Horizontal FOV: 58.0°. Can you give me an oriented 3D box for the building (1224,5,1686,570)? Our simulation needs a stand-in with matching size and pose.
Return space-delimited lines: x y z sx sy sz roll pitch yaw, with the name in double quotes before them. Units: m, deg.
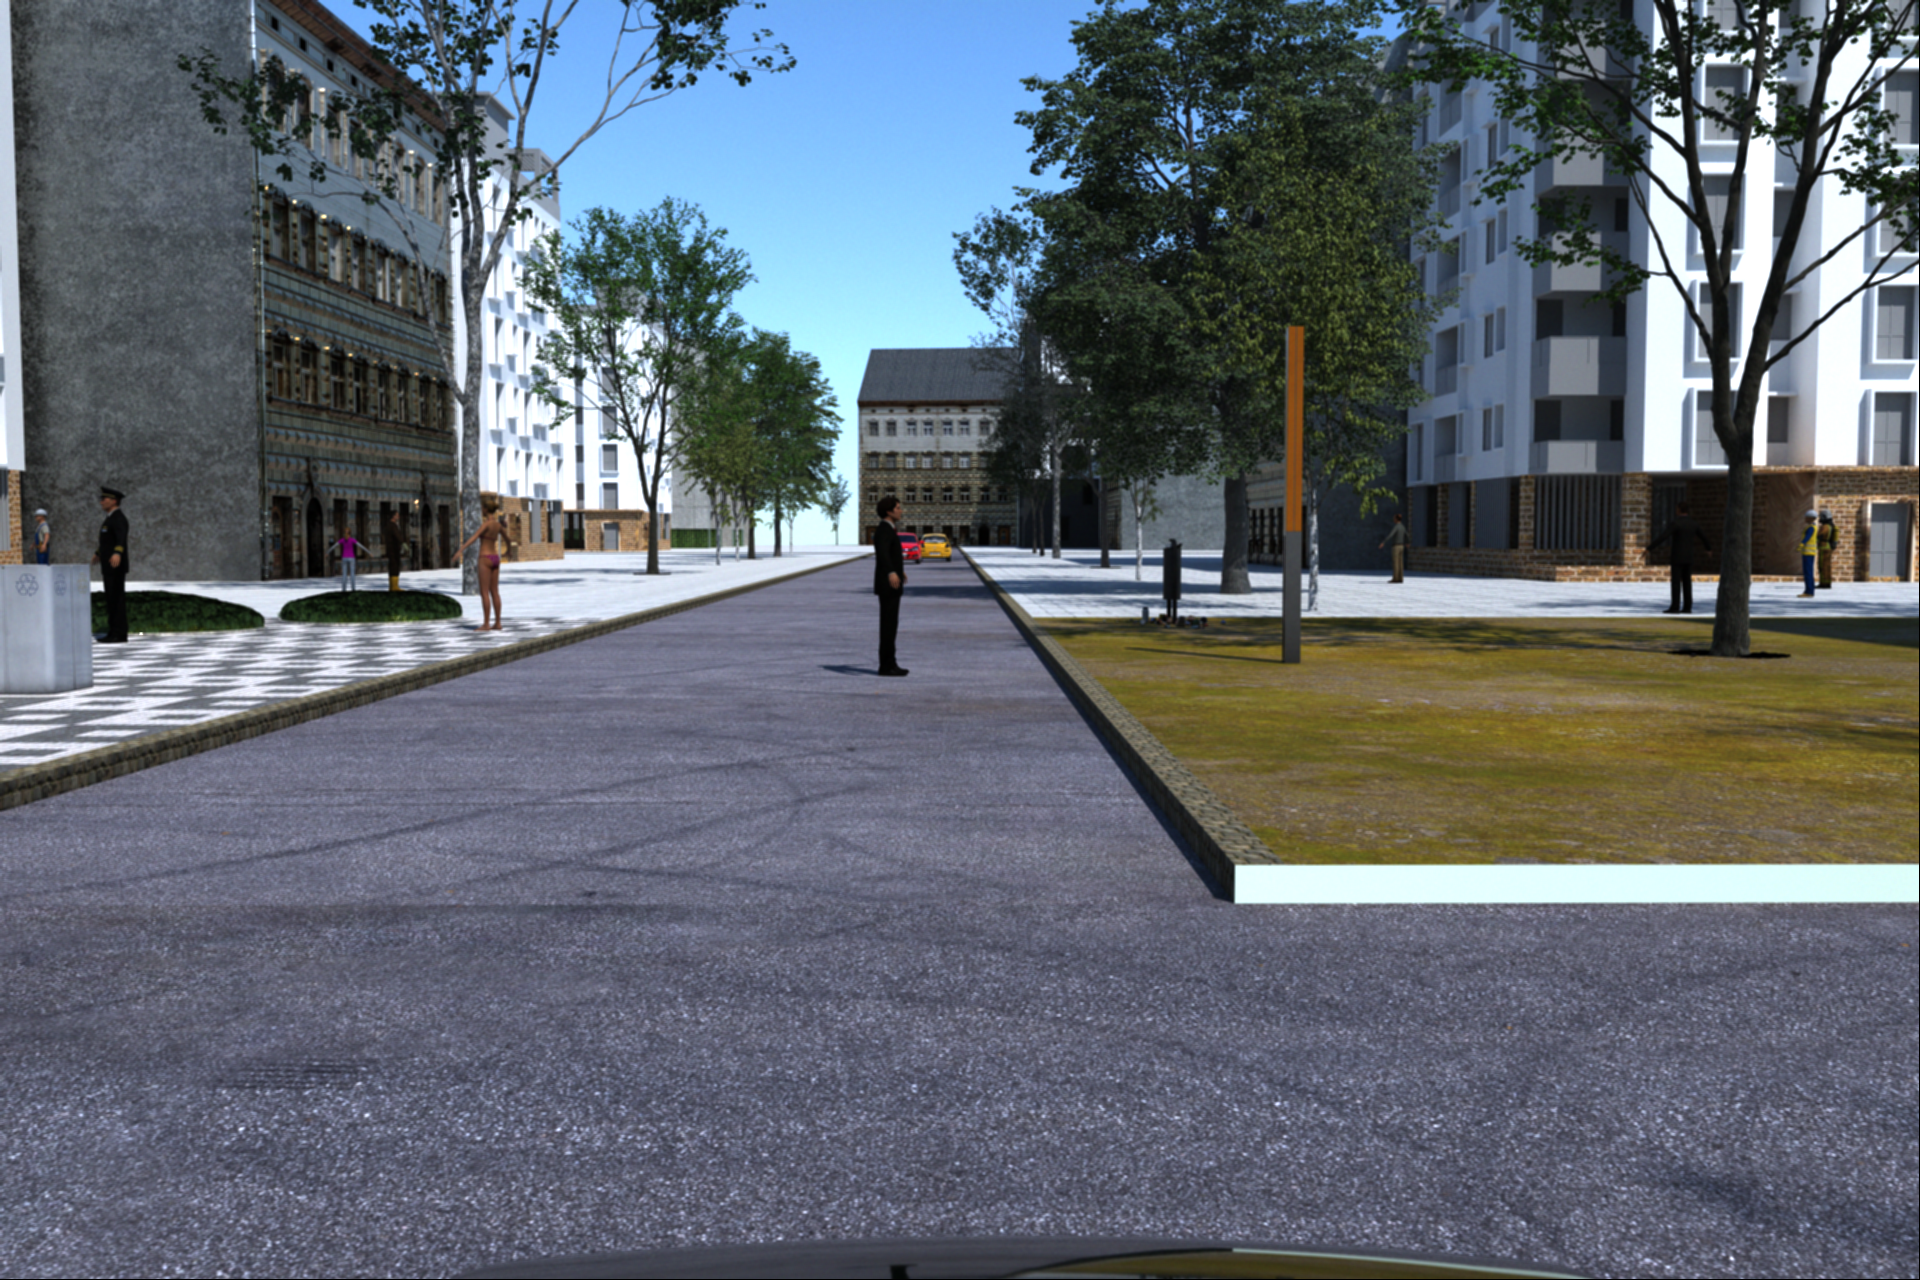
"building" 21.749 -14.650 70.458 19.493 23.208 18.063 0 3 0

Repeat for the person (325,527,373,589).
"person" -13.021 -1.691 36.910 0.991 1.433 0.599 -1 4 -9

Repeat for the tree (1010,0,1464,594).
"tree" 5.801 -7.952 36.678 9.857 13.997 8.962 0 3 0

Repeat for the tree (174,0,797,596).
"tree" -9.893 -11.080 37.053 12.611 20.169 13.585 0 3 0

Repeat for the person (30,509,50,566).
"person" -20.698 -2.028 39.009 0.705 1.847 1.347 -3 4 -38

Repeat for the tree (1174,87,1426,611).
"tree" 5.772 -4.779 28.494 4.737 8.622 4.395 0 3 0

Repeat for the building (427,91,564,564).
"building" -25.061 -13.397 75.460 16.016 20.090 11.380 0 4 -1

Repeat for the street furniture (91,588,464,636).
"street furniture" -12.573 -0.552 24.649 10.072 0.657 5.734 0 4 4

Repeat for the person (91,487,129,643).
"person" -10.026 -0.889 20.464 0.705 1.837 1.347 -2 4 -35

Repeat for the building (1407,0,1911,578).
"building" 20.754 -12.369 58.652 16.016 20.090 11.380 0 3 0

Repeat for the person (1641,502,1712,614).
"person" 11.611 -1.327 27.918 1.346 1.802 0.704 -1 4 -18

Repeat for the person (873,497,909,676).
"person" -0.689 -0.547 17.582 0.705 1.806 1.347 0 4 2

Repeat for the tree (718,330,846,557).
"tree" -10.134 -10.947 97.109 7.486 12.596 7.792 0 3 0

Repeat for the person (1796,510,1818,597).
"person" 17.178 -1.759 35.221 0.721 1.772 1.216 2 4 35

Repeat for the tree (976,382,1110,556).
"tree" 4.878 -10.188 100.982 8.767 10.594 7.601 1 4 10

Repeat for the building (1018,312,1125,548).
"building" 19.790 -20.309 176.021 27.936 21.610 32.646 0 4 0

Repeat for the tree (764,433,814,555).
"tree" -10.516 -9.656 108.245 4.360 8.622 3.978 0 3 0

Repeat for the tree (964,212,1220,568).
"tree" 5.335 -9.437 64.667 12.009 13.543 11.850 0 3 0

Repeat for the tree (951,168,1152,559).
"tree" 6.207 -14.263 89.082 12.611 20.169 13.585 0 3 0

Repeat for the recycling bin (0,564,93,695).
"recycling bin" -7.610 -0.098 14.149 0.722 1.027 0.722 0 4 -1

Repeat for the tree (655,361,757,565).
"tree" -10.189 -7.406 71.444 4.737 8.622 4.395 0 3 0

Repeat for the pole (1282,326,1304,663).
"pole" 3.295 -1.425 17.141 0.158 3.312 0.155 0 3 0

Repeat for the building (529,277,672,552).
"building" -28.532 -16.669 128.953 16.016 20.090 11.380 0 4 -1

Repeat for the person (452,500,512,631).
"person" -6.311 -0.990 22.985 0.721 1.733 1.217 1 4 21

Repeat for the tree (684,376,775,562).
"tree" -10.423 -7.931 80.028 4.737 8.622 4.395 0 3 0

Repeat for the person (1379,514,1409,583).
"person" 11.421 -2.387 45.300 1.348 1.796 0.705 -3 5 -44

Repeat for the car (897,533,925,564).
"car" -2.790 -4.591 84.100 2.155 1.783 4.494 0 4 0

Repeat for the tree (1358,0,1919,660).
"tree" 8.028 -5.622 17.683 9.928 11.665 9.643 0 3 0

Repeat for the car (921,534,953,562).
"car" -1.333 -4.895 90.249 2.015 1.641 3.980 0 4 -2

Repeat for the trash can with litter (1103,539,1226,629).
"trash can with litter" 2.954 -0.821 24.486 1.678 1.210 2.233 0 4 -2

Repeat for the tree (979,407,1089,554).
"tree" 5.040 -10.916 112.886 8.767 10.594 7.601 2 4 26

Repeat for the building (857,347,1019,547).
"building" -1.461 -22.624 203.293 18.063 23.208 19.493 0 4 7

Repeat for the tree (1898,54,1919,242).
"tree" 17.776 -6.061 24.854 9.928 11.665 9.643 0 3 0

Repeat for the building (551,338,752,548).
"building" -31.047 -18.694 172.104 16.747 18.905 31.486 0 4 1

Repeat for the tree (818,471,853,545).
"tree" -14.592 -15.375 201.747 4.737 8.622 4.395 0 3 0

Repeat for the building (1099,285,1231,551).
"building" 21.653 -19.097 143.163 19.493 23.208 18.063 0 4 0

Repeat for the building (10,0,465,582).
"building" -27.948 -13.701 54.948 19.493 23.208 18.063 0 3 0

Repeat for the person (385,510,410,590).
"person" -12.442 -1.960 38.176 0.704 1.812 1.346 -2 4 -34

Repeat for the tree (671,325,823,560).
"tree" -10.701 -9.890 87.457 9.928 11.665 9.643 0 3 0

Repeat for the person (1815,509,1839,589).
"person" 20.324 -2.139 40.735 1.354 1.858 0.705 -3 4 -39

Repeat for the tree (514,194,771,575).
"tree" -9.790 -7.864 54.334 9.928 11.665 9.643 0 3 0

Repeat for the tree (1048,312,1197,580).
"tree" 5.173 -5.966 47.913 4.360 8.622 3.978 0 3 0
